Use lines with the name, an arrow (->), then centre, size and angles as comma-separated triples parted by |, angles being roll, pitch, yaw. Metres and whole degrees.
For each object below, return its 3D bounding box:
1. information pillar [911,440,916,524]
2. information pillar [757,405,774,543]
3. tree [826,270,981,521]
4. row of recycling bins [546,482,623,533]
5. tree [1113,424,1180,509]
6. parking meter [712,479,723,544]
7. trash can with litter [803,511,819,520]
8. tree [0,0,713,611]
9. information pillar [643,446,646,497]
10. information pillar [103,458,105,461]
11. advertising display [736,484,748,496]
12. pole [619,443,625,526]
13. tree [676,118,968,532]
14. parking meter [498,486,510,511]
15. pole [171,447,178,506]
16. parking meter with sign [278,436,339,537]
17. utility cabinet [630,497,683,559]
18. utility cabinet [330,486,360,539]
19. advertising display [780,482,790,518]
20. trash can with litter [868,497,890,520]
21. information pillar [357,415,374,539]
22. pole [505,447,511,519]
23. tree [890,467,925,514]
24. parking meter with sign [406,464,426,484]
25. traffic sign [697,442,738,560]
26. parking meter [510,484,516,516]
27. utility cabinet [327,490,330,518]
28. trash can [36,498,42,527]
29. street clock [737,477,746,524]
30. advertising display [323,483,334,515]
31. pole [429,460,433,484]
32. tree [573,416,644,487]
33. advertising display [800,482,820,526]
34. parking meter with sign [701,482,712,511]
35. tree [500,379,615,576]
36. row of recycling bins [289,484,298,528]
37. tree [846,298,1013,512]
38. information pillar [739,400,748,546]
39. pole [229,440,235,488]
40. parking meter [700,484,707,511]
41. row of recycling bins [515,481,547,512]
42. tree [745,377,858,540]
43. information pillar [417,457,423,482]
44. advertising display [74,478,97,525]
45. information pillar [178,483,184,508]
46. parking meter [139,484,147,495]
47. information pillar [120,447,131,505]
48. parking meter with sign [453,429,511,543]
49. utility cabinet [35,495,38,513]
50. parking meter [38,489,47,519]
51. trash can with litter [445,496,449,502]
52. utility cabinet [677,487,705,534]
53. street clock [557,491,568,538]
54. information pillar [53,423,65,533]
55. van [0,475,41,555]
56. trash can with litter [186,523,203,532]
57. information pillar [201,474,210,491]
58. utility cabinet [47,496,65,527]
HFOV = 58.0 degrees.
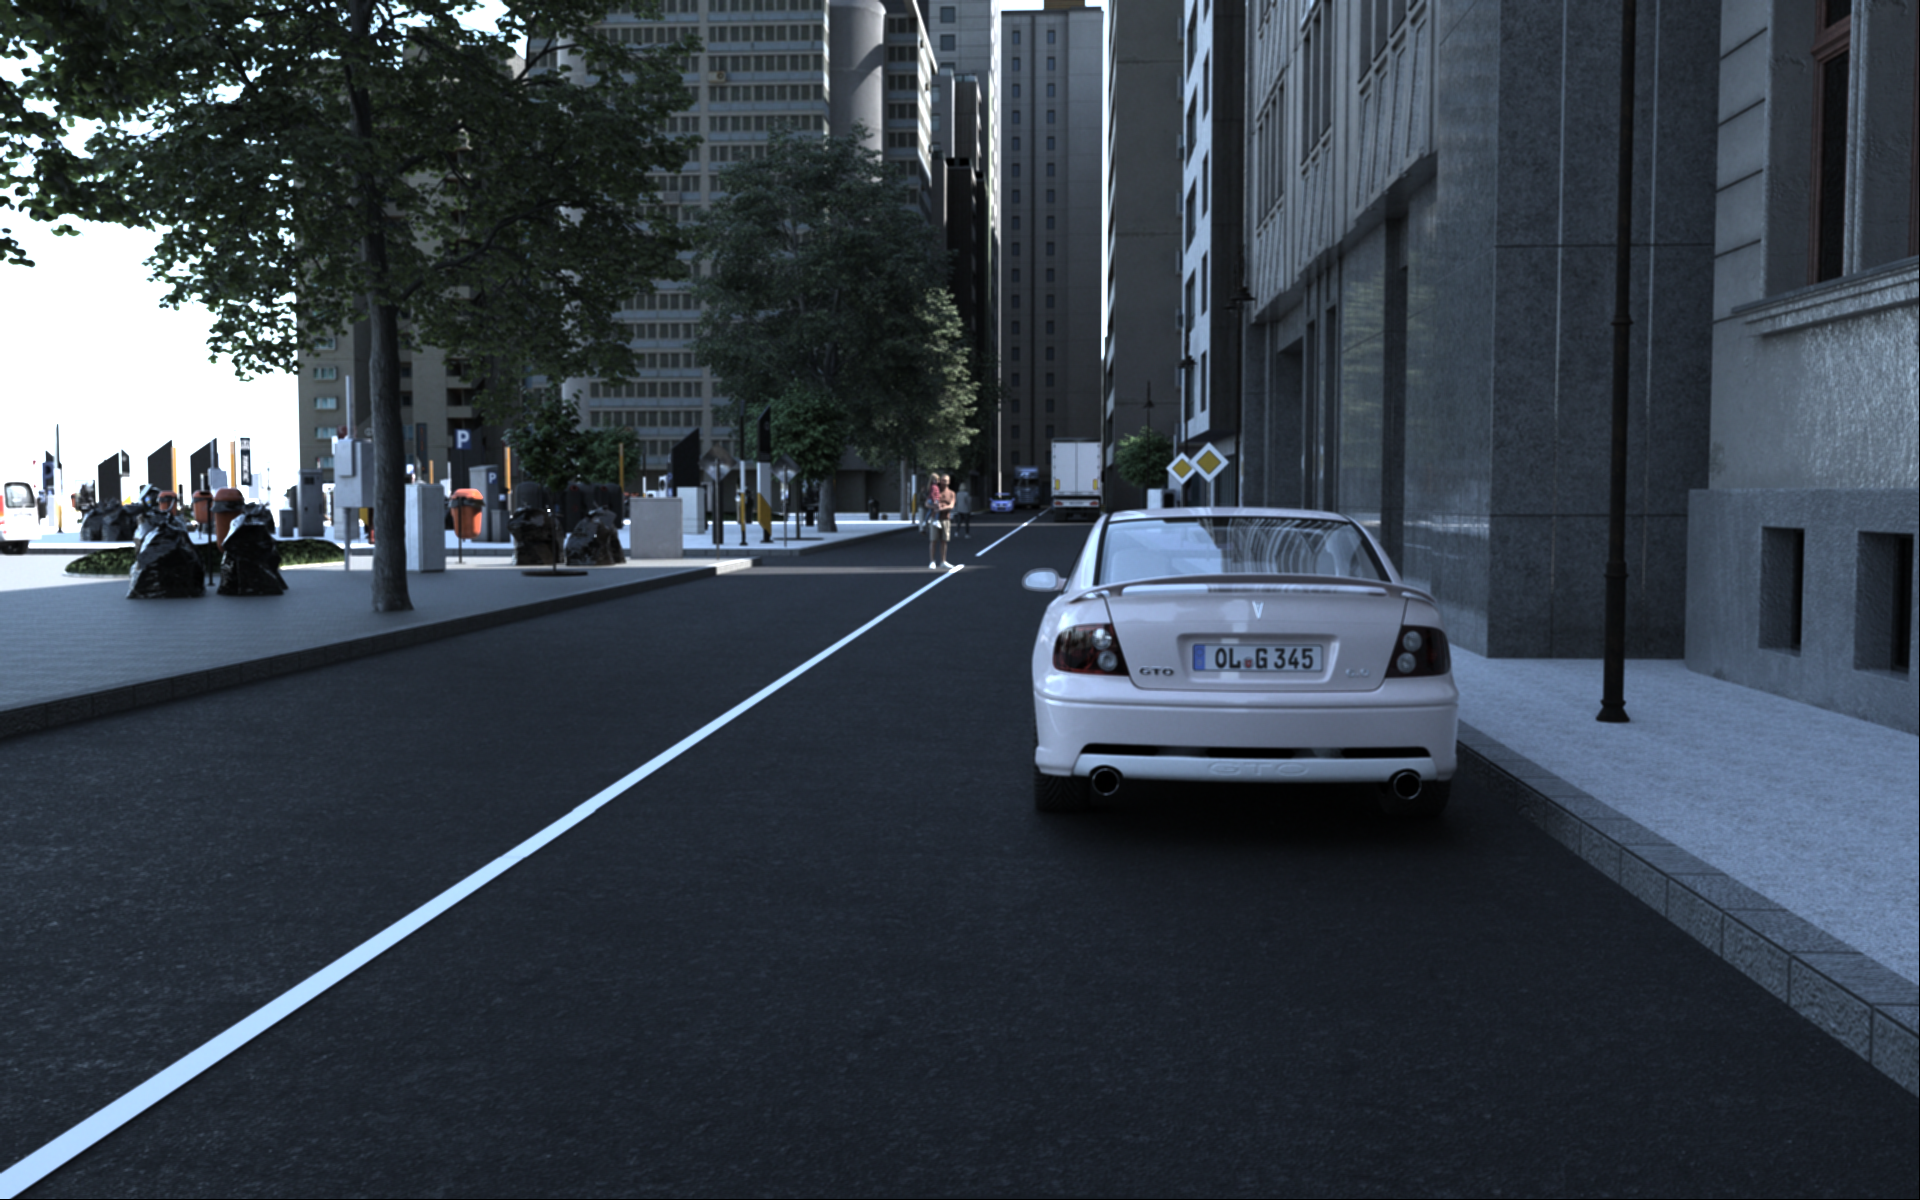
information pillar -> -1.983, -5.089, 74.564 | 0.183, 3.616, 0.504 | -1, 4, -11
information pillar -> -5.128, -3.306, 45.407 | 0.183, 3.616, 0.504 | 2, 4, 32
tree -> -3.049, -10.058, 82.582 | 7.486, 12.596, 7.792 | 0, 3, 0
row of recycling bins -> -13.352, -3.384, 62.440 | 1.069, 1.692, 3.534 | 1, 4, 20
tree -> 8.807, -5.953, 81.039 | 4.285, 4.588, 4.351 | 0, 3, 0
parking meter -> -6.209, -2.364, 44.370 | 0.255, 1.863, 0.399 | -1, 4, -12
trash can with litter -> -7.521, -4.709, 88.051 | 1.678, 1.210, 2.233 | 2, 4, 34
tree -> -6.744, -6.160, 18.835 | 7.486, 12.596, 7.792 | 0, 3, 0
information pillar -> -15.225, -5.645, 83.650 | 0.183, 3.616, 0.504 | 0, 4, -4
information pillar -> -55.223, -7.380, 112.014 | 0.504, 3.616, 0.183 | 3, 5, 41
advertising display -> -13.350, -6.169, 106.080 | 0.974, 1.923, 0.123 | 3, 5, 44
pole -> -13.468, -4.595, 68.976 | 0.158, 3.312, 0.155 | 0, 3, 0
tree -> -4.573, -9.244, 57.799 | 9.857, 13.997, 8.962 | 0, 3, 0
parking meter -> -12.771, -2.447, 48.412 | 0.372, 1.533, 0.369 | 0, 3, 0
pole -> -33.793, -4.937, 74.561 | 0.158, 3.312, 0.155 | 0, 3, 0
parking meter with sign -> -19.463, -3.397, 51.799 | 1.738, 3.016, 0.543 | -3, 4, -36
utility cabinet -> -6.000, -1.411, 34.224 | 1.020, 1.237, 0.306 | -1, 4, -9
utility cabinet -> -17.230, -2.446, 48.677 | 0.318, 1.500, 1.173 | 0, 4, 2
advertising display -> -9.463, -5.419, 93.822 | 0.123, 1.923, 0.974 | -2, 4, -31
trash can with litter -> -4.001, -4.533, 85.496 | 1.055, 1.170, 0.624 | 0, 4, -1
information pillar -> -17.093, -3.585, 49.971 | 0.504, 3.616, 0.183 | 0, 4, -5
pole -> -19.491, -4.941, 74.634 | 0.158, 3.312, 0.155 | 0, 3, 0
tree -> -3.201, -9.823, 110.970 | 4.360, 8.622, 3.978 | 0, 3, 0
parking meter with sign -> -32.057, -6.520, 102.855 | 0.543, 3.016, 1.738 | 1, 4, 22
traffic sign -> -4.724, -1.842, 33.754 | 0.795, 2.450, 0.064 | 0, 4, 4
parking meter -> -26.109, -5.843, 101.237 | 0.255, 1.863, 0.399 | -3, 4, -37
utility cabinet -> -33.177, -5.101, 92.079 | 1.173, 1.500, 0.318 | 3, 4, 38
trash can -> -34.713, -3.248, 64.756 | 0.748, 1.137, 0.748 | 0, 3, 0
street clock -> -9.346, -4.252, 74.089 | 0.358, 2.002, 0.471 | -1, 4, -23
advertising display -> -37.535, -5.985, 103.068 | 0.123, 1.923, 0.974 | 2, 4, 33
pole -> -31.998, -6.789, 104.840 | 0.158, 3.312, 0.155 | 0, 3, 0
tree -> -14.848, -5.468, 73.115 | 4.285, 4.588, 4.351 | 0, 3, 0
advertising display -> -5.969, -3.890, 68.815 | 0.123, 1.923, 0.974 | 3, 5, 43
parking meter with sign -> -16.296, -7.042, 111.397 | 1.738, 3.016, 0.543 | -1, 4, -9
tree -> -6.297, -2.006, 27.397 | 1.663, 3.219, 1.824 | 0, 3, 0
row of recycling bins -> -25.595, -3.701, 67.625 | 1.069, 1.692, 3.534 | -1, 4, -18
tree -> -1.761, -11.192, 99.992 | 9.611, 12.733, 9.660 | 0, 3, 0
information pillar -> -5.399, -3.163, 43.063 | 0.183, 3.616, 0.504 | 0, 4, -3
pole -> -27.687, -4.408, 65.919 | 0.158, 3.312, 0.155 | 0, 3, 0
parking meter -> -15.074, -5.876, 101.784 | 0.255, 1.863, 0.399 | 2, 4, 32
row of recycling bins -> -16.003, -3.683, 67.329 | 1.069, 1.692, 3.534 | -3, 4, -38
tree -> -4.489, -3.976, 48.716 | 4.285, 4.588, 4.351 | 0, 3, 0
information pillar -> -34.042, -7.206, 109.179 | 0.504, 3.616, 0.183 | 3, 5, 40
advertising display -> -36.267, -4.075, 71.834 | 0.974, 1.923, 0.123 | 1, 4, 14
information pillar -> -53.663, -7.025, 119.342 | 0.304, 2.012, 0.304 | -1, 4, -12
parking meter -> -45.359, -5.532, 96.154 | 0.255, 1.863, 0.399 | 1, 4, 18
information pillar -> -41.895, -5.849, 86.985 | 0.183, 3.616, 0.504 | 2, 4, 31
parking meter with sign -> -12.658, -3.044, 46.023 | 1.738, 3.016, 0.543 | 2, 4, 34
utility cabinet -> -56.923, -5.799, 105.973 | 1.020, 1.237, 0.306 | -3, 5, -41
parking meter -> -47.283, -4.942, 89.209 | 0.372, 1.533, 0.369 | 0, 3, 0
trash can with litter -> -20.022, -3.404, 66.718 | 1.678, 1.210, 2.233 | 0, 4, -3
utility cabinet -> -8.625, -2.870, 55.596 | 0.318, 1.500, 1.173 | -3, 5, -41
street clock -> -11.501, -2.780, 50.018 | 0.358, 2.002, 0.471 | 1, 4, 10
information pillar -> -29.781, -4.025, 57.161 | 0.183, 3.616, 0.504 | -3, 5, -41
van -> -23.135, -1.966, 39.161 | 4.112, 2.044, 2.013 | 0, 4, 2
trash can with litter -> -25.755, -2.888, 58.603 | 1.055, 1.170, 0.624 | -3, 5, -40
information pillar -> -27.665, -3.616, 63.615 | 0.304, 2.012, 0.304 | -2, 4, -35
utility cabinet -> -35.098, -3.431, 67.266 | 0.306, 1.237, 1.020 | 0, 4, -7
